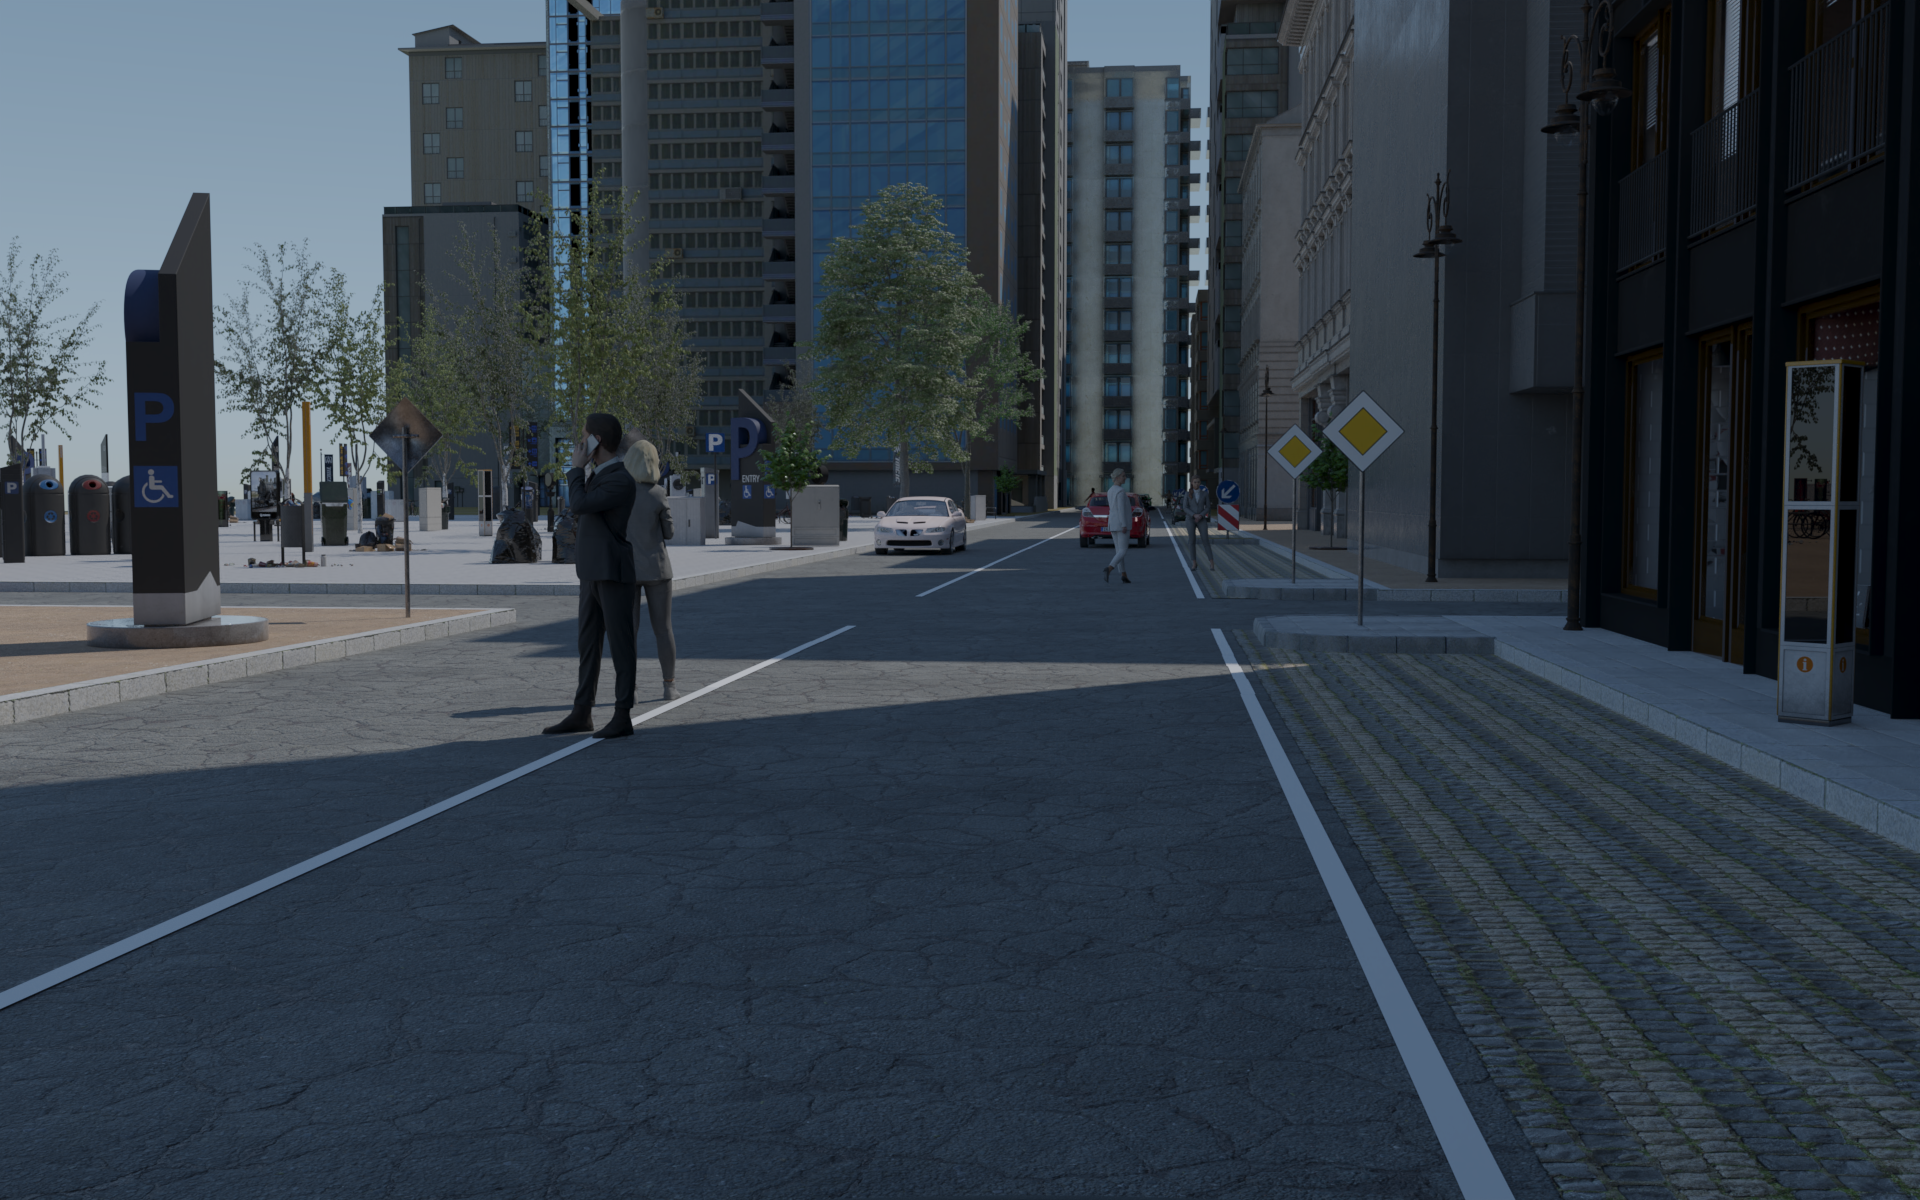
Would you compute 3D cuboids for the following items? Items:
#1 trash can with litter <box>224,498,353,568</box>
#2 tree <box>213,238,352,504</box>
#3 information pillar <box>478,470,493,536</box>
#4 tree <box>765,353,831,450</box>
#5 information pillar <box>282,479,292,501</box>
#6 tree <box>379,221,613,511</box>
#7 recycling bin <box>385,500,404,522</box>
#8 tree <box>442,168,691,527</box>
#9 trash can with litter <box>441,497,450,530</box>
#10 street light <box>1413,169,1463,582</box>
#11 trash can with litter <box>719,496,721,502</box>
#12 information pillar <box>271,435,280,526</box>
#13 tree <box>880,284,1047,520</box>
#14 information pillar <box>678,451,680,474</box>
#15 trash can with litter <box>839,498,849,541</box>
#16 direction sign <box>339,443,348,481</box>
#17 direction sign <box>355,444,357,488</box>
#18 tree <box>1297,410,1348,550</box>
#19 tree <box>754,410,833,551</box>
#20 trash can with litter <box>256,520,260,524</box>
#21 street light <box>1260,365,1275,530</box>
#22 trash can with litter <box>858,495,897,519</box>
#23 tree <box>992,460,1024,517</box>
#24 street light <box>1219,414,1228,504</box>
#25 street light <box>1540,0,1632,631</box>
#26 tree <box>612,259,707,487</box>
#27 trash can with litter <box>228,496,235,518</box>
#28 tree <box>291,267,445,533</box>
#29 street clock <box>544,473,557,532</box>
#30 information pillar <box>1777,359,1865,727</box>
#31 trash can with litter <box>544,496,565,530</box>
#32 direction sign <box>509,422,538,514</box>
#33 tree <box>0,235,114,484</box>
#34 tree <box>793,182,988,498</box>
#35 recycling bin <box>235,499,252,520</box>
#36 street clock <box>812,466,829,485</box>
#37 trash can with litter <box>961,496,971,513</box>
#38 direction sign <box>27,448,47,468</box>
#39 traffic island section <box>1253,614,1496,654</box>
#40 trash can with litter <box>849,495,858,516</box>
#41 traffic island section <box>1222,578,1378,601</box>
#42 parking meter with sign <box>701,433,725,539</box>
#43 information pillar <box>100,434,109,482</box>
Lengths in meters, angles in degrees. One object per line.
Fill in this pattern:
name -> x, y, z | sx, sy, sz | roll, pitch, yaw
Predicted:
trash can with litter -> -12.062, -1.206, 30.771 | 2.233, 1.210, 1.678 | 2, 4, 25
tree -> -19.390, -6.041, 49.133 | 4.360, 8.622, 3.978 | 0, 3, 0
information pillar -> -14.409, -2.941, 52.573 | 0.304, 2.012, 0.304 | 3, 5, 40
tree -> -8.439, -8.546, 90.095 | 4.360, 8.622, 3.978 | 0, 3, 0
information pillar -> -32.119, -4.781, 82.657 | 0.304, 2.012, 0.304 | 2, 4, 32
tree -> -12.371, -5.866, 46.267 | 4.360, 8.622, 3.978 | 0, 3, 0
recycling bin -> -25.920, -4.095, 79.504 | 0.722, 1.027, 0.722 | -3, 5, -40
tree -> -8.536, -5.489, 40.102 | 4.737, 8.622, 4.395 | 0, 3, 0
trash can with litter -> -18.835, -3.105, 62.162 | 1.055, 1.170, 0.624 | 1, 4, 20
street light -> 6.877, -3.198, 25.079 | 0.468, 5.910, 1.993 | 0, 4, 6
trash can with litter -> -12.920, -4.768, 89.015 | 2.233, 1.210, 1.678 | -3, 5, -42
information pillar -> -27.240, -4.748, 68.977 | 0.183, 3.616, 0.504 | 0, 4, 6
tree -> 0.202, -9.727, 84.785 | 9.928, 11.665, 9.643 | 0, 3, 0
information pillar -> -15.186, -6.263, 93.758 | 0.183, 3.616, 0.504 | -1, 4, -13
trash can with litter -> -3.389, -2.193, 47.241 | 0.624, 1.170, 1.055 | -1, 4, -16
direction sign -> -27.530, -5.223, 77.388 | 0.379, 3.537, 0.876 | 0, 4, 2
direction sign -> -27.335, -5.288, 78.463 | 0.379, 3.537, 0.876 | -1, 4, -22
tree -> 8.617, -2.788, 40.190 | 1.663, 3.219, 1.824 | 0, 3, 0
tree -> -3.945, -2.767, 39.845 | 1.663, 3.219, 1.824 | 0, 3, 0
trash can with litter -> -29.451, -3.804, 73.578 | 1.055, 1.170, 0.624 | -3, 5, -44
street light -> 10.943, -5.451, 61.911 | 0.468, 5.910, 1.993 | 0, 4, 6
trash can with litter -> -3.944, -4.842, 90.216 | 2.233, 1.210, 1.678 | 0, 4, 5
tree -> 2.547, -6.384, 98.985 | 1.663, 3.219, 1.824 | 0, 3, 0
street light -> 14.986, -7.693, 98.567 | 0.468, 5.910, 1.993 | 0, 4, 6
street light -> 5.781, -2.652, 16.156 | 0.468, 5.910, 1.993 | 0, 4, 6
tree -> -9.665, -6.340, 54.029 | 4.360, 8.622, 3.978 | 0, 3, 0
trash can with litter -> -38.428, -4.854, 90.744 | 0.624, 1.170, 1.055 | 2, 4, 24
tree -> -19.514, -6.459, 55.959 | 4.737, 8.622, 4.395 | 0, 3, 0
street clock -> -13.790, -3.289, 58.347 | 0.471, 2.002, 0.358 | 3, 5, 42
information pillar -> 4.801, -0.317, 9.668 | 0.304, 2.012, 0.304 | -3, 5, -40
trash can with litter -> -14.479, -3.131, 62.242 | 1.678, 1.210, 2.233 | 0, 4, -5
direction sign -> -13.693, -3.816, 54.396 | 0.876, 3.537, 0.379 | 0, 4, -8
tree -> -27.218, -6.120, 50.426 | 4.360, 8.622, 3.978 | 0, 3, 0
tree -> -2.412, -8.906, 63.748 | 7.486, 12.596, 7.792 | 0, 3, 0
recycling bin -> -35.013, -4.428, 84.949 | 0.722, 1.027, 0.722 | 1, 4, 17
street clock -> -3.554, -2.402, 43.839 | 0.358, 2.002, 0.471 | -3, 5, -42
trash can with litter -> 0.607, -5.276, 97.648 | 1.055, 1.170, 0.624 | 0, 4, -1
direction sign -> -45.776, -5.747, 85.958 | 0.876, 3.537, 0.379 | -2, 4, -26
traffic island section -> 3.928, 0.328, 16.919 | 2.009, 0.180, 2.903 | 0, 4, 6
trash can with litter -> -6.391, -5.430, 99.839 | 2.233, 1.210, 1.678 | 0, 4, -1
traffic island section -> 4.804, -0.157, 24.856 | 2.009, 0.180, 2.903 | 0, 4, 6
parking meter with sign -> -7.229, -3.300, 50.208 | 0.543, 3.016, 1.738 | -1, 4, -17
information pillar -> -33.391, -4.668, 67.675 | 0.504, 3.616, 0.183 | 3, 5, 40
